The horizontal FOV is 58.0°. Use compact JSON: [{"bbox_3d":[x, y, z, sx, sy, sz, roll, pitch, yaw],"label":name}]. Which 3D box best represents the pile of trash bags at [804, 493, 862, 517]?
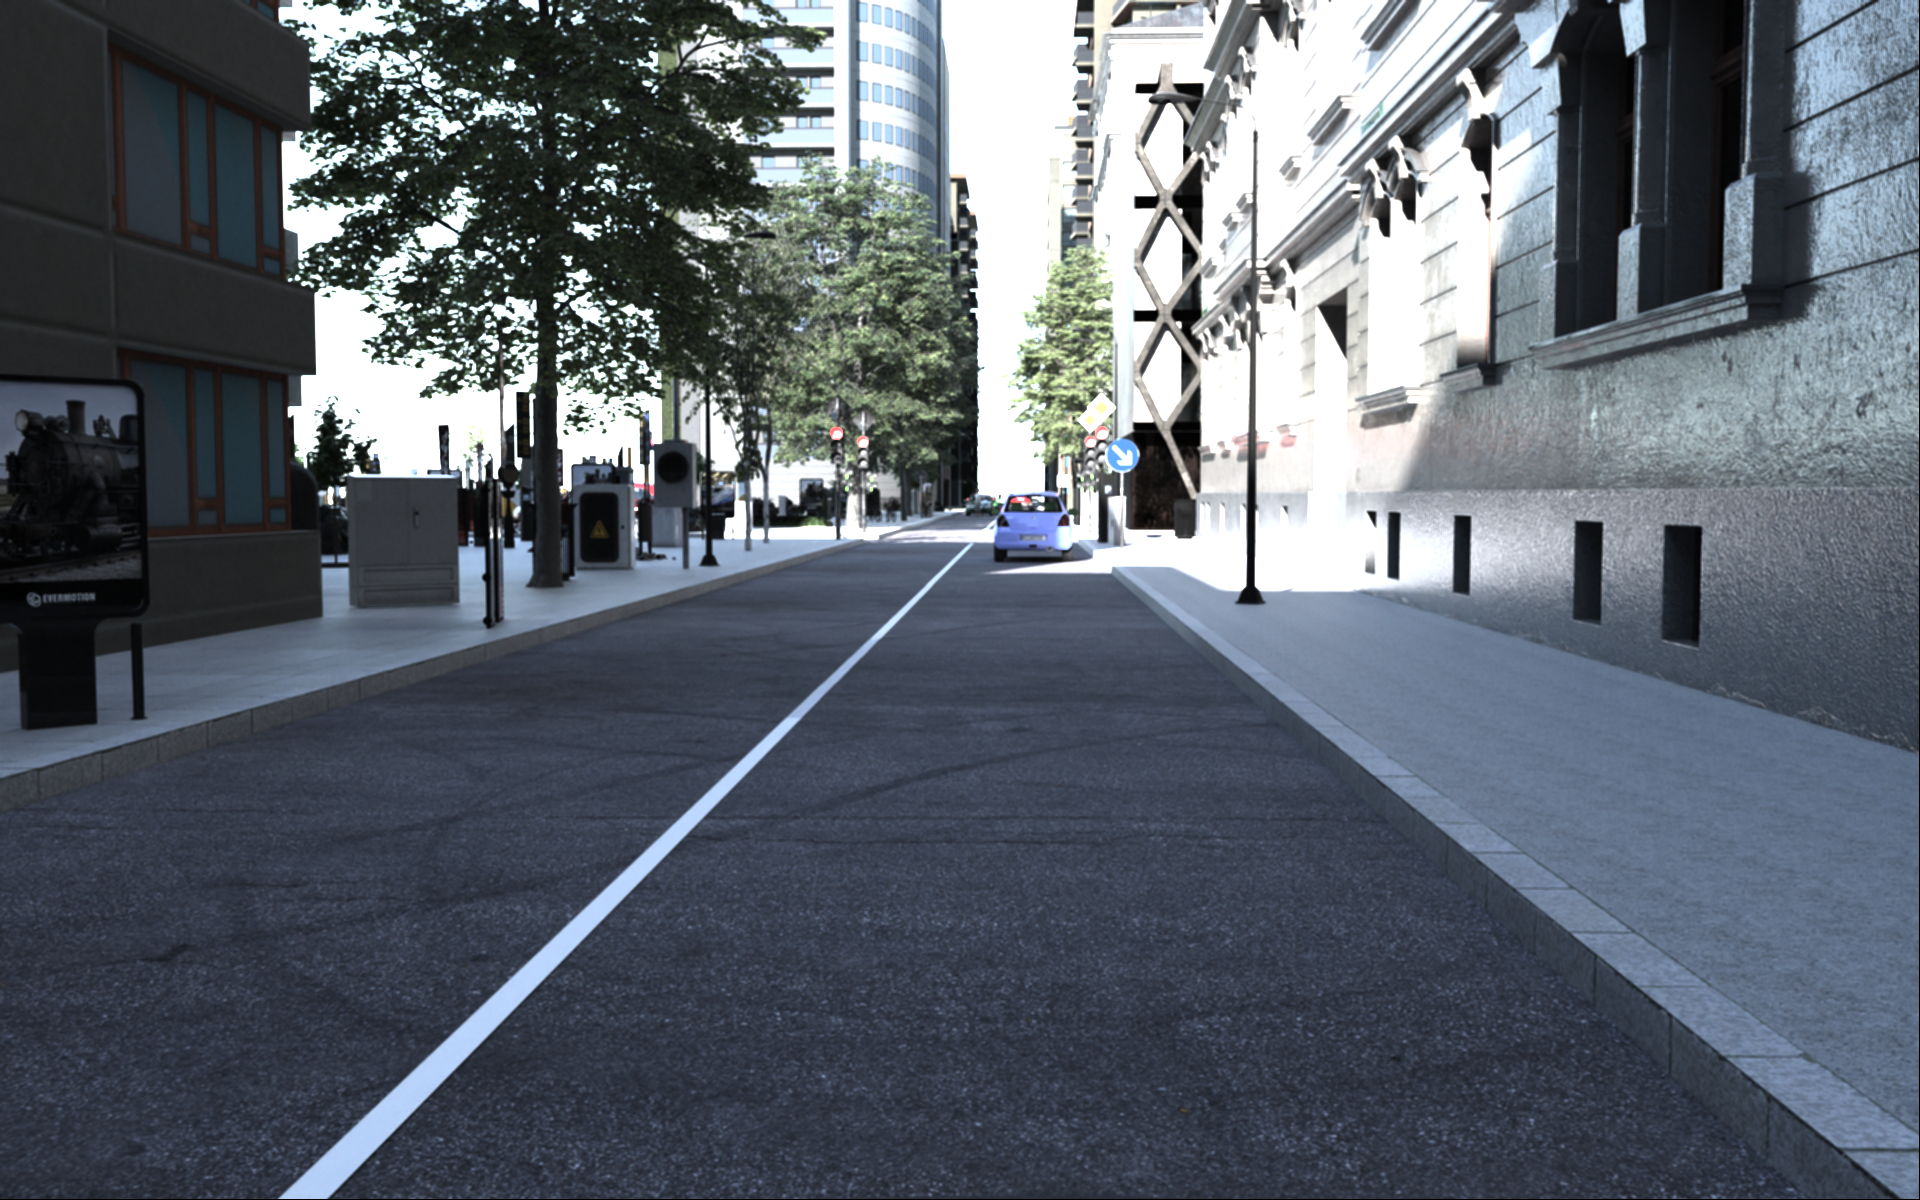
[{"bbox_3d":[-7.170,-5.398,98.007,3.447,1.369,1.912,0,4,4],"label":"pile of trash bags"}]

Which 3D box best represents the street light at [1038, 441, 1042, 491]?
[{"bbox_3d":[6.845,-9.696,131.075,1.470,5.913,1.316,0,4,2],"label":"street light"}]

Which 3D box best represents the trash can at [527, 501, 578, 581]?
[{"bbox_3d":[-6.031,-0.858,25.687,0.748,1.137,0.748,0,3,0],"label":"trash can"}]

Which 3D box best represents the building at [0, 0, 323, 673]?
[{"bbox_3d":[-21.000,-9.694,3.538,27.650,21.520,28.899,0,4,2],"label":"building"}]

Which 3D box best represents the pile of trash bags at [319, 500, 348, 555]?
[{"bbox_3d":[-13.971,-1.658,36.865,1.912,1.369,3.447,3,5,40],"label":"pile of trash bags"}]

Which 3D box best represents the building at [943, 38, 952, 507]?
[{"bbox_3d":[-8.106,-31.698,168.373,14.600,45.320,14.200,0,4,2],"label":"building"}]

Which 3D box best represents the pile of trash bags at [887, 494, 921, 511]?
[{"bbox_3d":[-3.911,-7.310,129.272,3.447,1.369,1.912,2,4,30],"label":"pile of trash bags"}]

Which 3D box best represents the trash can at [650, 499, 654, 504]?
[{"bbox_3d":[-8.629,-2.322,49.615,0.748,1.137,0.748,0,3,0],"label":"trash can"}]

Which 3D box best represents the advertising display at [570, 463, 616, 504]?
[{"bbox_3d":[-7.611,-1.881,35.971,0.974,1.923,0.123,1,4,14],"label":"advertising display"}]

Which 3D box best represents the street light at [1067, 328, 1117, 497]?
[{"bbox_3d":[3.825,-4.647,48.519,1.470,5.913,1.316,0,4,2],"label":"street light"}]

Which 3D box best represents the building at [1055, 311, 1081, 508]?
[{"bbox_3d":[23.855,-20.326,177.369,27.650,21.520,28.899,0,4,2],"label":"building"}]

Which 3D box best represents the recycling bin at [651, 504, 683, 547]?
[{"bbox_3d":[-7.156,-1.809,42.124,0.722,1.027,0.722,1,4,9],"label":"recycling bin"}]

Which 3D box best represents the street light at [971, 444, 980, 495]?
[{"bbox_3d":[0.862,-11.573,161.751,1.470,5.913,1.316,0,4,2],"label":"street light"}]

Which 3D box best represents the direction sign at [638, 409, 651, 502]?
[{"bbox_3d":[-8.478,-3.340,46.605,0.379,3.537,0.876,-2,4,-29],"label":"direction sign"}]

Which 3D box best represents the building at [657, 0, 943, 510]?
[{"bbox_3d":[-12.538,-36.947,146.078,21.231,58.520,28.212,0,4,2],"label":"building"}]

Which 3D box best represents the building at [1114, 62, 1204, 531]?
[{"bbox_3d":[14.582,-12.090,65.124,16.811,18.784,16.820,0,4,2],"label":"building"}]

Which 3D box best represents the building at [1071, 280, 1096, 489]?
[{"bbox_3d":[16.237,-15.572,122.048,16.820,18.784,16.811,0,4,2],"label":"building"}]

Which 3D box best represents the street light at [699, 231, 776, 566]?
[{"bbox_3d":[-3.951,-3.564,30.810,1.470,5.913,1.316,0,4,2],"label":"street light"}]

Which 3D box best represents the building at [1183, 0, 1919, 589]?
[{"bbox_3d":[12.232,-15.145,35.009,14.401,28.519,23.554,0,4,2],"label":"building"}]

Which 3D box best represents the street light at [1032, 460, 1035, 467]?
[{"bbox_3d":[9.592,-14.408,208.117,1.470,5.913,1.316,0,4,2],"label":"street light"}]

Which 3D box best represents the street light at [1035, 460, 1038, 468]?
[{"bbox_3d":[7.540,-10.962,151.776,1.470,5.913,1.316,0,4,2],"label":"street light"}]

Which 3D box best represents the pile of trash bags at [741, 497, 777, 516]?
[{"bbox_3d":[-12.478,-5.576,100.919,3.447,1.369,1.912,-2,4,-33],"label":"pile of trash bags"}]

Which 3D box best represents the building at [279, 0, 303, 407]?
[{"bbox_3d":[-31.746,-25.460,35.886,30.456,49.044,23.786,0,4,2],"label":"building"}]

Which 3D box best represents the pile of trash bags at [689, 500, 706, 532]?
[{"bbox_3d":[-10.516,-3.315,63.956,3.447,1.369,1.912,3,4,37],"label":"pile of trash bags"}]

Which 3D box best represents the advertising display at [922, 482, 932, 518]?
[{"bbox_3d":[-1.822,-5.431,94.012,0.123,1.923,0.974,2,4,29],"label":"advertising display"}]

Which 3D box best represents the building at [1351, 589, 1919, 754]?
[{"bbox_3d":[11.084,-13.709,11.525,14.401,28.519,23.554,0,4,2],"label":"building"}]

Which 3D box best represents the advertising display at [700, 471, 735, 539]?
[{"bbox_3d":[-6.874,-2.688,49.168,0.974,1.923,0.123,-1,4,-15],"label":"advertising display"}]

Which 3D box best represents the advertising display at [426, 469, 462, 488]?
[{"bbox_3d":[-13.218,-2.399,44.444,0.123,1.923,0.974,3,5,41],"label":"advertising display"}]

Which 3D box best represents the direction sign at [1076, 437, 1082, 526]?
[{"bbox_3d":[4.858,-4.729,69.311,0.379,3.537,0.876,0,4,5],"label":"direction sign"}]

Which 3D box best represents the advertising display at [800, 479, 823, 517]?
[{"bbox_3d":[-6.165,-4.080,71.922,0.974,1.923,0.123,0,4,1],"label":"advertising display"}]

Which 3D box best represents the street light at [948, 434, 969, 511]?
[{"bbox_3d":[-0.225,-9.837,133.378,1.470,5.913,1.316,0,4,2],"label":"street light"}]

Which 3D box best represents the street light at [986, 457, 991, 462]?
[{"bbox_3d":[2.758,-14.927,216.598,1.470,5.913,1.316,0,4,2],"label":"street light"}]

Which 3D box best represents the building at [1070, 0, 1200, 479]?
[{"bbox_3d":[20.610,-30.117,147.030,22.147,44.769,28.867,0,4,2],"label":"building"}]

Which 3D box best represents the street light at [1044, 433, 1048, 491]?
[{"bbox_3d":[5.768,-7.973,102.892,1.470,5.913,1.316,0,4,2],"label":"street light"}]

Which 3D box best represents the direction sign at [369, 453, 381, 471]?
[{"bbox_3d":[-32.339,-6.310,95.165,0.876,3.537,0.379,-2,4,-24],"label":"direction sign"}]

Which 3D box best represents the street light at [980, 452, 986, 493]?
[{"bbox_3d":[1.848,-13.340,190.649,1.470,5.913,1.316,0,4,2],"label":"street light"}]

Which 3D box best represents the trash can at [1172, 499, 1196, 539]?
[{"bbox_3d":[6.384,-2.294,49.165,0.748,1.137,0.748,0,3,0],"label":"trash can"}]

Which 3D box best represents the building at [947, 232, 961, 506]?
[{"bbox_3d":[-7.143,-26.066,197.886,14.160,30.474,14.107,0,4,2],"label":"building"}]

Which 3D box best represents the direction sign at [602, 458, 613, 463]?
[{"bbox_3d":[-21.911,-7.081,107.775,0.876,3.537,0.379,2,4,29],"label":"direction sign"}]

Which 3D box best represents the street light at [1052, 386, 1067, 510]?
[{"bbox_3d":[4.782,-6.217,74.197,1.470,5.913,1.316,0,4,2],"label":"street light"}]

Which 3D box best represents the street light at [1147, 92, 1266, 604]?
[{"bbox_3d":[2.869,-2.914,20.178,1.470,5.913,1.316,0,4,2],"label":"street light"}]

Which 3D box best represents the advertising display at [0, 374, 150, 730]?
[{"bbox_3d":[-4.975,-0.263,9.510,0.123,1.923,0.974,3,5,43],"label":"advertising display"}]

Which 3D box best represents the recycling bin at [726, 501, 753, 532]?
[{"bbox_3d":[-7.515,-2.837,58.941,0.722,1.027,0.722,-2,4,-27],"label":"recycling bin"}]

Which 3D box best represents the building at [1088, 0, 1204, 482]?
[{"bbox_3d":[14.214,-19.053,97.415,13.634,28.700,20.117,0,4,2],"label":"building"}]

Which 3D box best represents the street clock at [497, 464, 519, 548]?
[{"bbox_3d":[-10.751,-2.243,41.245,0.358,2.002,0.471,3,5,43],"label":"street clock"}]

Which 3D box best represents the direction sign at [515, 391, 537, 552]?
[{"bbox_3d":[-9.405,-2.832,38.302,0.876,3.537,0.379,-3,5,-43],"label":"direction sign"}]
